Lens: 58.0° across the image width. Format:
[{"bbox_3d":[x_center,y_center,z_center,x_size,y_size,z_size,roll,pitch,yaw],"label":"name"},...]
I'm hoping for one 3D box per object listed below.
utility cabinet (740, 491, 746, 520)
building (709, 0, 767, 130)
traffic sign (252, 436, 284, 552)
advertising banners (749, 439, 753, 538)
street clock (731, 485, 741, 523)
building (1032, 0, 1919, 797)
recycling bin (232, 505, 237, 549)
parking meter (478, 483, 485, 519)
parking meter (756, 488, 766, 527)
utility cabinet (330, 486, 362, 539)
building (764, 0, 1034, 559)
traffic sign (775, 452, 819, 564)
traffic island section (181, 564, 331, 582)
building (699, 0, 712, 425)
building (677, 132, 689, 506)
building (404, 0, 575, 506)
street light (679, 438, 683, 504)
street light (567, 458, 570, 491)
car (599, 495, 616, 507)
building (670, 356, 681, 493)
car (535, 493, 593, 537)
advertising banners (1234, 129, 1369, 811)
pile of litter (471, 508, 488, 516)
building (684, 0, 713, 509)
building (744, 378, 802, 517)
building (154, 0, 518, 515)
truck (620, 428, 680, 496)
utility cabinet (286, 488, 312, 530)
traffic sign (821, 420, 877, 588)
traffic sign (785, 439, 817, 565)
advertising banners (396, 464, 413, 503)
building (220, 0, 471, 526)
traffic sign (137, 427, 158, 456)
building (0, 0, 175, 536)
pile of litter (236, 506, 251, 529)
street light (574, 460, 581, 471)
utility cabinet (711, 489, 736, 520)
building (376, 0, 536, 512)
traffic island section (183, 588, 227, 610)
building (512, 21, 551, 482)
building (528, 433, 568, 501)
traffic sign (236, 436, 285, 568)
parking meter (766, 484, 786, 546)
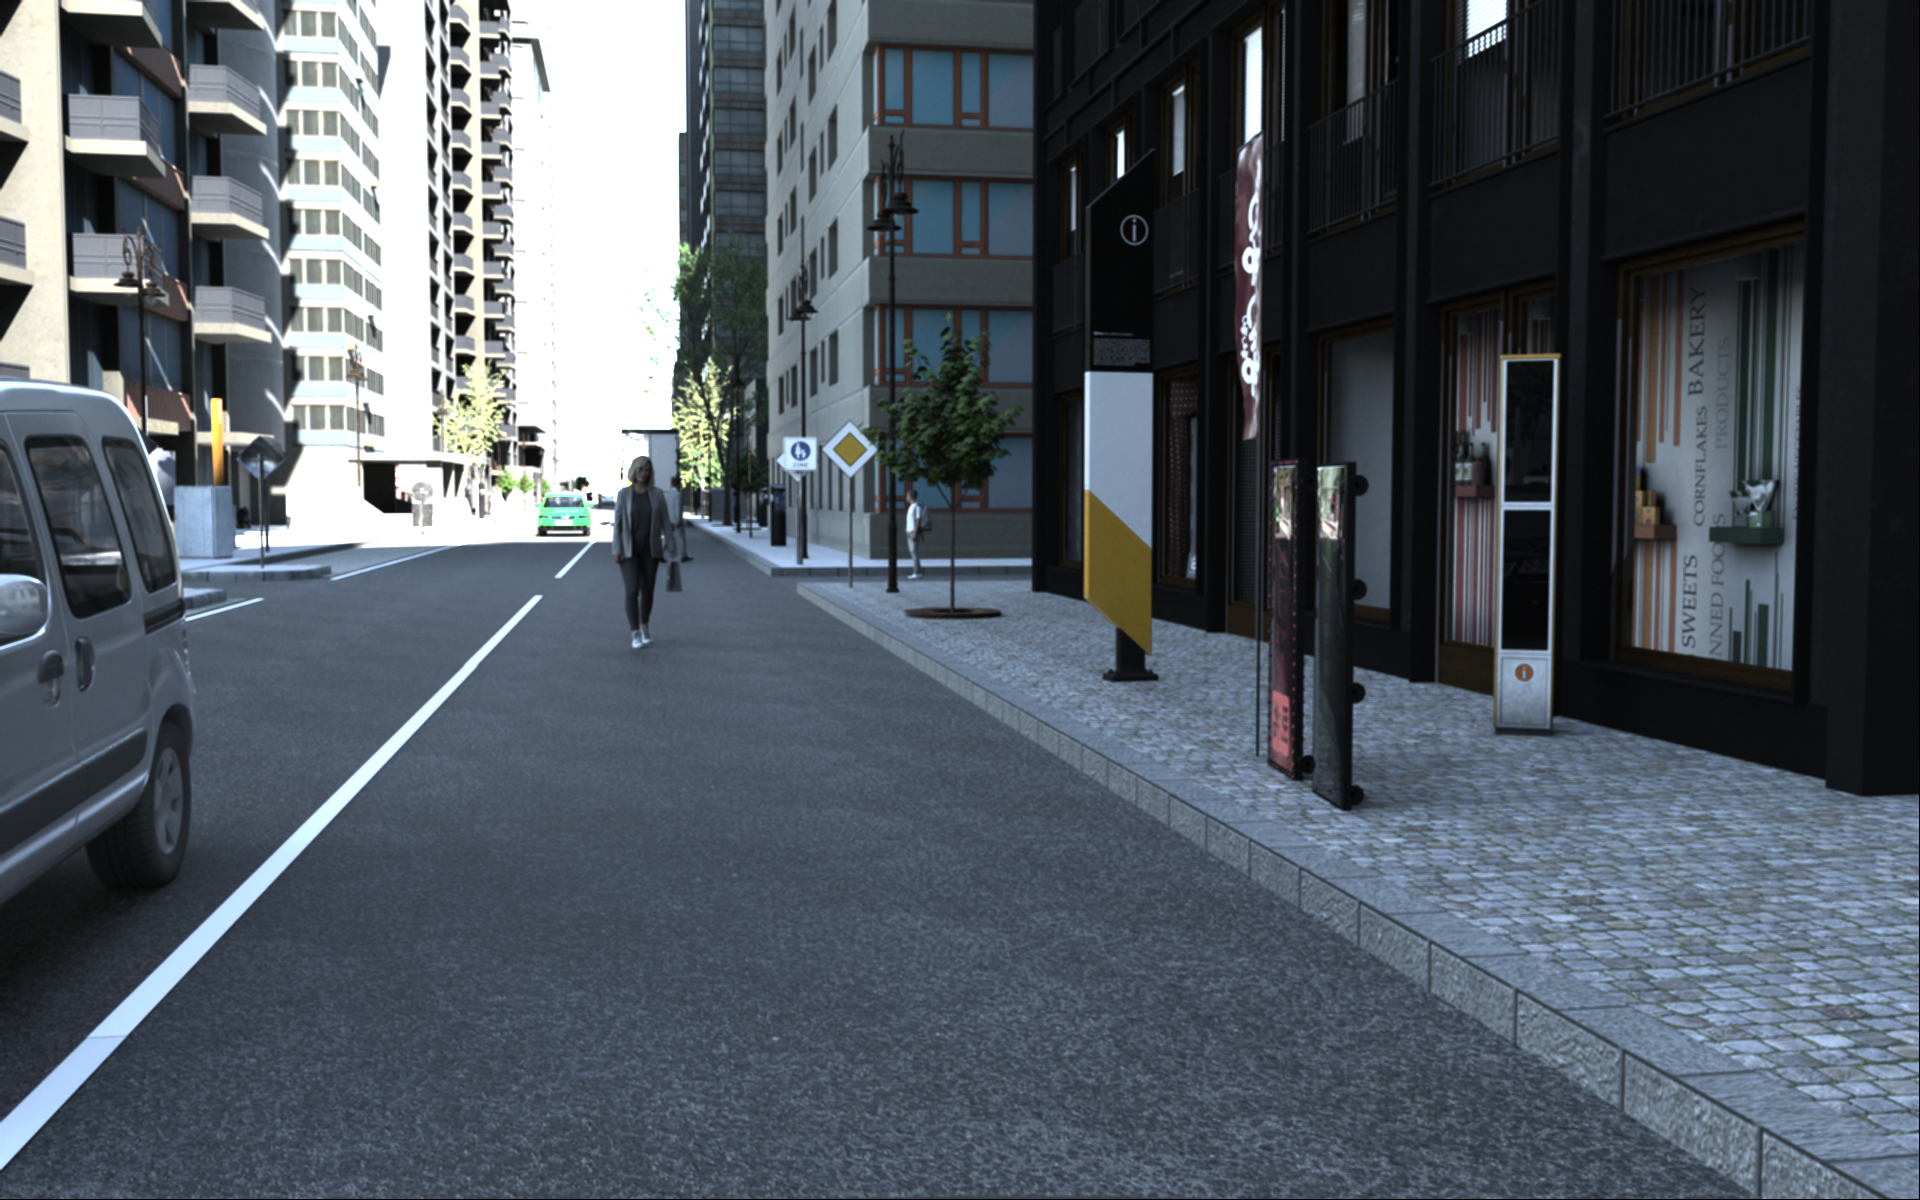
[{"bbox_3d":[-11.170,-4.700,85.523,1.173,1.500,0.318,1,4,14],"label":"utility cabinet"},{"bbox_3d":[-9.601,-26.409,115.376,14.154,41.232,14.086,-1,4,-10],"label":"building"},{"bbox_3d":[-15.332,-2.334,38.262,0.768,2.556,0.104,0,4,-6],"label":"traffic sign"},{"bbox_3d":[-6.136,-3.335,50.712,0.090,3.025,2.074,0,4,-6],"label":"advertising banners"},{"bbox_3d":[-9.879,-4.407,76.632,0.471,2.002,0.358,1,4,23],"label":"street clock"},{"bbox_3d":[8.433,-11.365,15.501,12.332,23.373,15.834,-1,4,-10],"label":"building"},{"bbox_3d":[-17.289,-1.690,40.182,0.722,1.027,0.722,0,4,1],"label":"recycling bin"},{"bbox_3d":[-24.347,-5.039,88.105,0.255,1.863,0.399,-2,4,-33],"label":"parking meter"},{"bbox_3d":[-7.671,-3.620,67.596,0.372,1.533,0.369,0,3,0],"label":"parking meter"},{"bbox_3d":[-17.342,-2.464,48.965,0.318,1.500,1.173,1,4,11],"label":"utility cabinet"},{"bbox_3d":[9.936,-12.504,49.483,28.899,21.520,27.650,-1,4,-10],"label":"building"},{"bbox_3d":[-2.956,-1.705,31.518,0.795,2.450,0.064,-1,4,-10],"label":"traffic sign"},{"bbox_3d":[-12.072,-0.467,29.921,2.009,0.180,2.903,-1,4,-10],"label":"traffic island section"},{"bbox_3d":[-9.162,-31.722,138.261,23.786,49.044,30.456,-1,4,-10],"label":"building"},{"bbox_3d":[-25.279,-31.555,199.522,14.154,41.232,14.086,-1,4,-10],"label":"building"},{"bbox_3d":[-65.465,-49.300,244.311,20.563,71.187,20.611,-1,4,-10],"label":"building"},{"bbox_3d":[-21.558,-9.877,134.282,0.468,5.910,1.993,-1,4,-10],"label":"street light"},{"bbox_3d":[-47.588,-14.544,210.574,0.468,5.910,1.993,-1,4,-10],"label":"street light"},{"bbox_3d":[-40.578,-11.412,198.941,2.083,1.381,4.827,-1,4,-11],"label":"car"},{"bbox_3d":[-22.505,-23.083,222.449,27.650,21.520,28.899,-1,4,-10],"label":"building"},{"bbox_3d":[-13.637,-3.114,59.711,1.959,1.807,4.718,-1,4,-12],"label":"car"},{"bbox_3d":[1.496,-0.714,7.856,0.090,3.025,2.074,0,4,-4],"label":"advertising banners"},{"bbox_3d":[-28.540,-5.434,102.813,1.719,0.858,1.176,1,4,13],"label":"pile of litter"},{"bbox_3d":[-15.718,-38.198,166.538,21.231,58.520,28.212,-1,4,-10],"label":"building"},{"bbox_3d":[0.540,-47.605,91.005,22.319,86.520,31.000,-1,4,-10],"label":"building"},{"bbox_3d":[-46.715,-29.406,135.411,22.147,44.769,28.867,-1,4,-10],"label":"building"},{"bbox_3d":[-14.244,-5.544,79.563,2.839,4.237,11.283,-1,4,-10],"label":"truck"},{"bbox_3d":[-23.424,-3.224,61.386,0.318,1.500,1.173,1,4,8],"label":"utility cabinet"},{"bbox_3d":[-1.503,-1.225,23.666,0.795,2.450,0.064,-1,4,-10],"label":"traffic sign"},{"bbox_3d":[-2.881,-1.788,31.369,0.606,2.300,0.079,0,4,-3],"label":"traffic sign"},{"bbox_3d":[-31.832,-6.290,99.033,0.090,3.025,2.074,1,4,9],"label":"advertising banners"},{"bbox_3d":[-38.591,-23.378,74.107,32.217,40.220,23.993,-1,4,-10],"label":"building"},{"bbox_3d":[-10.598,-1.123,22.011,0.795,2.450,0.064,-1,4,-10],"label":"traffic sign"},{"bbox_3d":[-29.758,-23.610,40.650,22.147,44.769,28.867,-1,4,-10],"label":"building"},{"bbox_3d":[-26.869,-3.077,64.279,1.176,0.858,1.719,0,4,-7],"label":"pile of litter"},{"bbox_3d":[-51.757,-15.940,233.398,0.468,5.910,1.993,-1,4,-10],"label":"street light"},{"bbox_3d":[-11.402,-4.554,83.144,1.173,1.500,0.318,3,4,37],"label":"utility cabinet"},{"bbox_3d":[-49.621,-44.093,159.179,20.563,71.187,20.611,-1,4,-10],"label":"building"},{"bbox_3d":[-10.619,0.013,22.068,2.009,0.180,2.903,-1,4,-10],"label":"traffic island section"},{"bbox_3d":[-61.336,-37.139,196.464,28.713,52.752,27.495,-1,4,-10],"label":"building"},{"bbox_3d":[-67.125,-32.436,222.208,32.217,40.220,23.993,-1,4,-10],"label":"building"},{"bbox_3d":[-12.050,-1.604,29.863,0.795,2.450,0.064,-1,4,-10],"label":"traffic sign"},{"bbox_3d":[-4.492,-2.105,42.834,0.372,1.533,0.369,0,3,0],"label":"parking meter"}]
